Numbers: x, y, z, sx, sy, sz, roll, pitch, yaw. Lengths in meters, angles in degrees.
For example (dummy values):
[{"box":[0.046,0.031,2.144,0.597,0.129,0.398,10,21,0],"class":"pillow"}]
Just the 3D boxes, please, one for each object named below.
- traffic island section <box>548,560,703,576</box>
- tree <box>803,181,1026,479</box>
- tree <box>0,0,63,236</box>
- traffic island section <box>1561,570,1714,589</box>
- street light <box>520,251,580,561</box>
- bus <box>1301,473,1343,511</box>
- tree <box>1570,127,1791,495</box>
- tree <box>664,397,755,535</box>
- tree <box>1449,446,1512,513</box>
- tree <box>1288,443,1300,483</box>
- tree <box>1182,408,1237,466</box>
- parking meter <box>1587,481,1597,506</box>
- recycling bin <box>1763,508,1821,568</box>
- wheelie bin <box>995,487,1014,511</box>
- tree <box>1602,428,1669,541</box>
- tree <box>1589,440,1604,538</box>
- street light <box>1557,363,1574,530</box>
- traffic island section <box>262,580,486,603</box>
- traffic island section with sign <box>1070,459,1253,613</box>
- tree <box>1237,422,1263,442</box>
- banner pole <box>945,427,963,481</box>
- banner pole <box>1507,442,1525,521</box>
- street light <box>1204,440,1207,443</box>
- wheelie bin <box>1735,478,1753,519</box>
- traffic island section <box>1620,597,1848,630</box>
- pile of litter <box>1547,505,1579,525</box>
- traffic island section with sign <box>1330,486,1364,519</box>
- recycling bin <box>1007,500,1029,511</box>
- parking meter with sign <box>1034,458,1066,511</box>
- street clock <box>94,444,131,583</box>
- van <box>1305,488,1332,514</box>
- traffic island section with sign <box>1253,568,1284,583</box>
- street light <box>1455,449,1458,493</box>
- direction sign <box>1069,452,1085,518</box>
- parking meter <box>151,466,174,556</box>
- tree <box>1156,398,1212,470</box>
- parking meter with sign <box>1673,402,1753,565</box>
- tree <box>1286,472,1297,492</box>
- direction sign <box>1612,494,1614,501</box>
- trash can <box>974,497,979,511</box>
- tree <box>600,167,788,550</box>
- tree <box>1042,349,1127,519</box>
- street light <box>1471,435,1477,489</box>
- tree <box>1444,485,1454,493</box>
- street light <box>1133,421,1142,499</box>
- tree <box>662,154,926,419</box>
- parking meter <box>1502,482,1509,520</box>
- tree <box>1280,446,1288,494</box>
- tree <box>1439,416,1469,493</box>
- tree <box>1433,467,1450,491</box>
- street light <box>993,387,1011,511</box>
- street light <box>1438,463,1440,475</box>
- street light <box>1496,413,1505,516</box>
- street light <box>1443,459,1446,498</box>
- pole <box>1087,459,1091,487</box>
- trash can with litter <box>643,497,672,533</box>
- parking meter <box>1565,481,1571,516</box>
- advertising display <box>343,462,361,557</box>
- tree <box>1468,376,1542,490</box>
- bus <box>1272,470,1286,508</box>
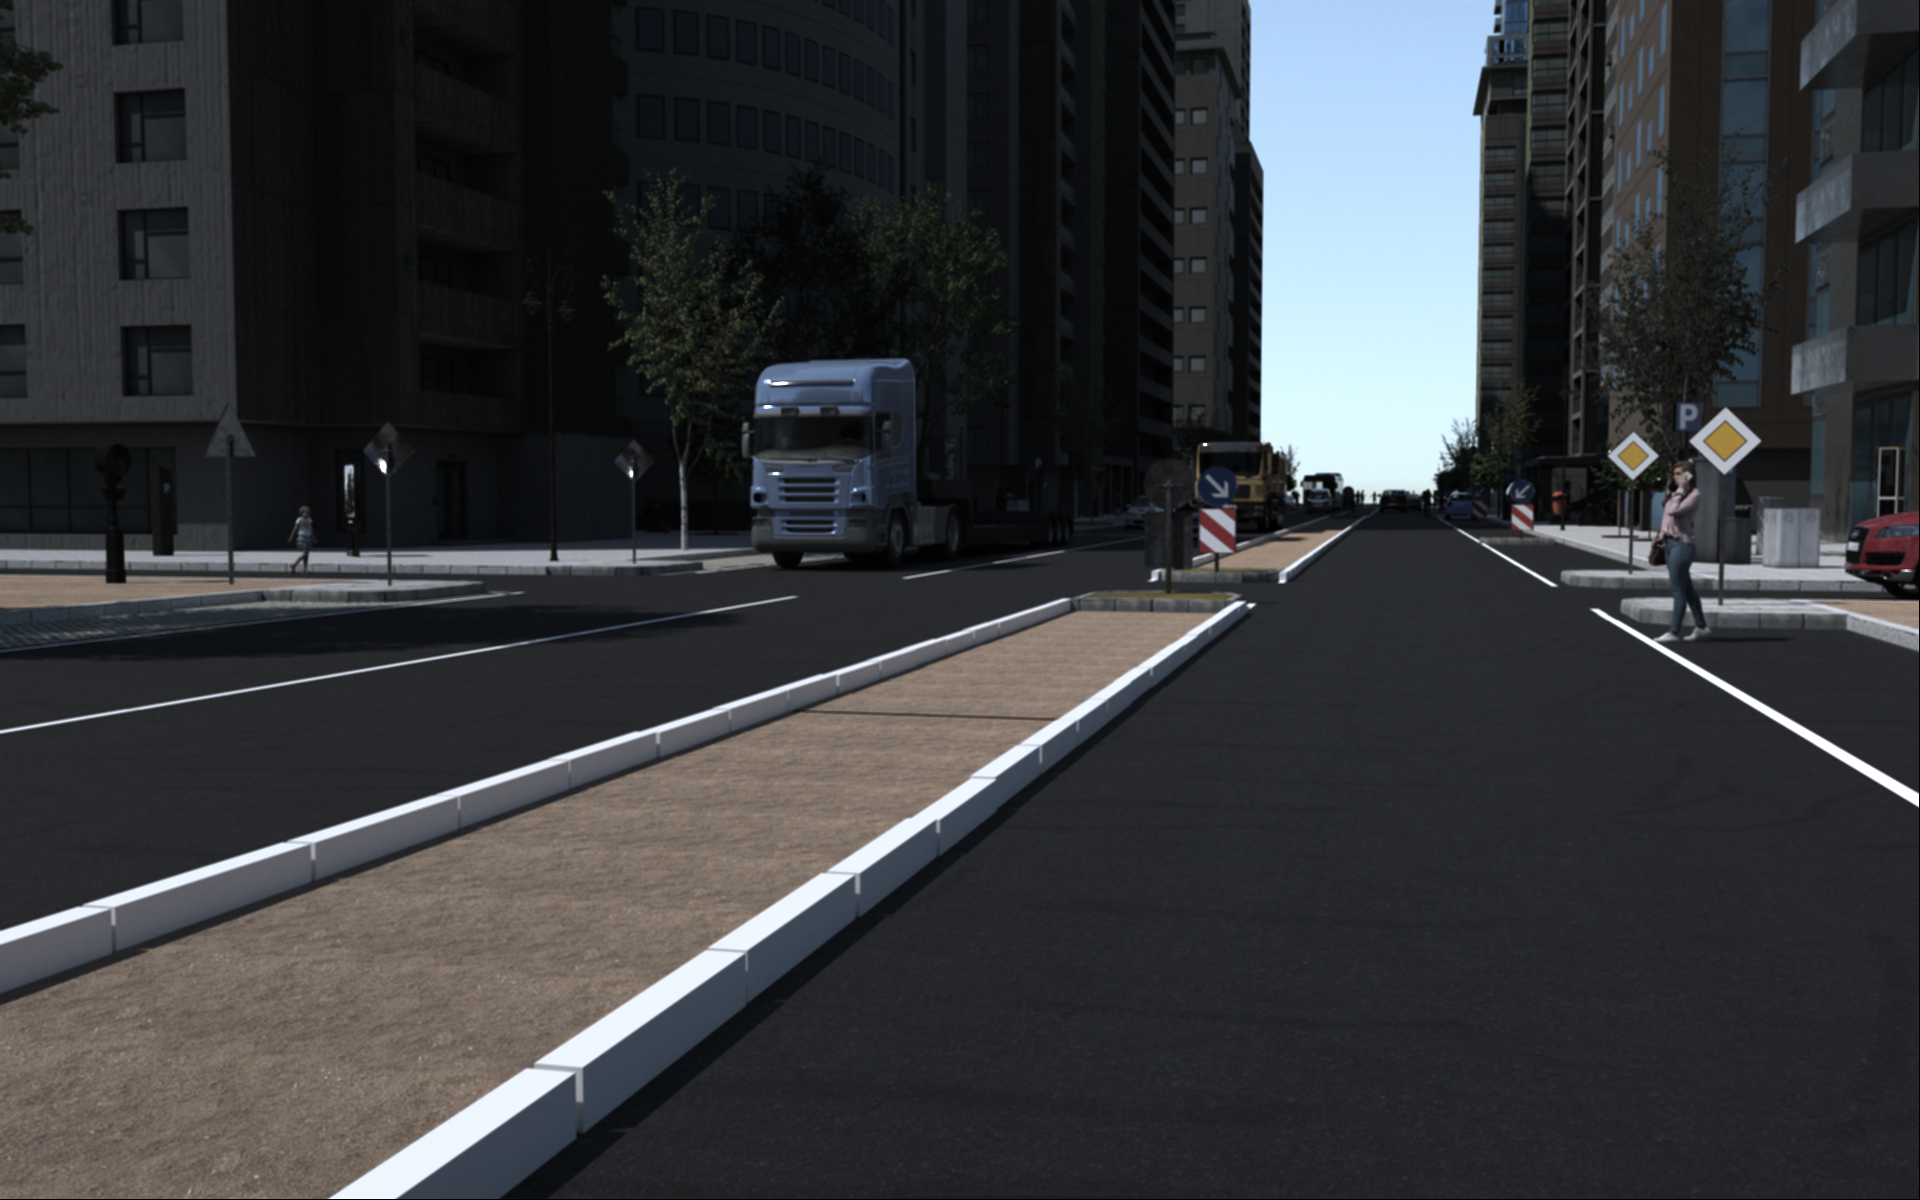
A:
[{"box":[-6.024,-0.590,31.929,2.009,0.180,2.903,1,4,14],"class":"traffic island section"},{"box":[-1.505,-8.155,59.082,9.928,11.665,9.643,0,3,0],"class":"tree"},{"box":[-12.245,-6.019,16.534,7.486,12.596,7.792,0,3,0],"class":"tree"},{"box":[10.740,-0.331,27.698,2.009,0.180,2.903,1,4,14],"class":"traffic island section"},{"box":[-7.797,-3.688,33.089,0.468,5.910,1.993,1,4,14],"class":"street light"},{"box":[30.837,-9.298,146.881,2.948,3.499,13.247,1,4,16],"class":"bus"},{"box":[14.991,-5.215,35.636,4.360,8.622,3.978,0,3,0],"class":"tree"},{"box":[-7.753,-4.364,55.068,4.285,4.588,4.351,0,3,0],"class":"tree"},{"box":[35.761,-8.148,116.928,4.285,4.588,4.351,0,3,0],"class":"tree"},{"box":[47.201,-18.362,250.586,4.737,8.622,4.395,0,3,0],"class":"tree"},{"box":[21.247,-12.164,149.238,4.737,8.622,4.395,0,3,0],"class":"tree"},{"box":[27.482,-4.258,75.334,0.399,1.863,0.255,2,4,28],"class":"parking meter"},{"box":[14.513,-1.081,30.231,0.722,1.027,0.722,0,4,5],"class":"recycling bin"},{"box":[2.077,-4.505,81.566,0.980,1.594,0.693,2,4,25],"class":"wheelie bin"},{"box":[18.981,-3.228,47.379,1.663,3.219,1.824,0,3,0],"class":"tree"},{"box":[19.311,-3.446,50.944,1.663,3.219,1.824,0,3,0],"class":"tree"},{"box":[21.412,-5.417,61.353,0.468,5.910,1.993,1,4,14],"class":"street light"},{"box":[-7.982,-0.117,24.187,2.009,0.180,2.903,1,4,14],"class":"traffic island section"},{"box":[2.542,-0.834,21.777,2.006,1.907,1.989,1,4,14],"class":"traffic island section with sign"},{"box":[28.080,-13.676,173.969,4.737,8.622,4.395,0,3,0],"class":"tree"},{"box":[-0.182,-4.561,64.589,0.863,3.779,0.401,-1,4,-10],"class":"banner pole"},{"box":[26.565,-5.672,82.753,0.401,3.779,0.863,-2,4,-29],"class":"banner pole"},{"box":[20.447,-10.496,144.403,0.468,5.910,1.993,1,4,14],"class":"street light"},{"box":[15.056,-1.599,34.046,0.980,1.594,0.693,-1,4,-16],"class":"wheelie bin"},{"box":[8.781,0.142,19.956,2.009,0.180,2.903,1,4,14],"class":"traffic island section"},{"box":[25.347,-3.558,72.142,1.719,0.858,1.176,1,4,13],"class":"pile of litter"},{"box":[22.790,-5.729,101.810,2.006,1.907,1.989,1,4,14],"class":"traffic island section with sign"},{"box":[2.477,-3.769,74.170,0.722,1.027,0.722,3,4,39],"class":"recycling bin"},{"box":[4.422,-5.400,84.543,1.738,3.016,0.543,-3,5,-44],"class":"parking meter with sign"},{"box":[-12.175,-1.245,24.923,0.358,2.002,0.471,1,4,15],"class":"street clock"},{"box":[26.441,-7.373,127.565,2.013,2.044,4.112,1,4,16],"class":"van"},{"box":[4.368,-1.273,28.956,2.006,1.907,1.989,1,4,14],"class":"traffic island section with sign"},{"box":[49.603,-12.259,173.219,0.468,5.910,1.993,1,4,14],"class":"street light"},{"box":[6.268,-6.165,92.799,0.876,3.537,0.379,0,4,-8],"class":"direction sign"},{"box":[-16.623,-1.859,36.103,0.255,1.863,0.399,1,4,12],"class":"parking meter"},{"box":[17.119,-11.137,132.452,4.360,8.622,3.978,0,3,0],"class":"tree"},{"box":[14.036,-2.199,32.219,0.543,3.016,1.738,-1,4,-15],"class":"parking meter with sign"},{"box":[48.079,-16.620,255.452,4.285,4.588,4.351,0,3,0],"class":"tree"},{"box":[27.628,-4.971,73.281,0.379,3.537,0.876,1,4,22],"class":"direction sign"},{"box":[0.409,-3.737,72.758,0.748,1.137,0.748,0,3,0],"class":"trash can"},{"box":[-6.204,-5.434,39.215,4.737,8.622,4.395,0,3,0],"class":"tree"},{"box":[6.107,-8.421,88.045,4.737,8.622,4.395,0,3,0],"class":"tree"},{"box":[40.142,-9.953,135.518,0.468,5.910,1.993,1,4,14],"class":"street light"},{"box":[57.851,-12.825,204.297,1.663,3.219,1.824,0,3,0],"class":"tree"},{"box":[10.893,-8.193,106.743,0.468,5.910,1.993,1,4,14],"class":"street light"},{"box":[-4.704,-6.917,47.510,7.601,10.594,8.767,1,4,17],"class":"tree"},{"box":[26.704,-4.833,84.733,0.255,1.863,0.399,1,4,9],"class":"parking meter"},{"box":[34.368,-15.311,200.696,4.737,8.622,4.395,0,3,0],"class":"tree"},{"box":[47.187,-12.973,162.474,4.737,8.622,4.395,0,3,0],"class":"tree"},{"box":[53.506,-12.395,186.371,4.285,4.588,4.351,0,3,0],"class":"tree"},{"box":[1.719,-5.976,70.490,0.468,5.910,1.993,1,4,14],"class":"street light"},{"box":[70.299,-17.226,254.433,0.468,5.910,1.993,1,4,14],"class":"street light"},{"box":[30.893,-7.727,99.127,0.468,5.910,1.993,1,4,14],"class":"street light"},{"box":[60.783,-14.956,217.317,0.468,5.910,1.993,1,4,14],"class":"street light"},{"box":[7.367,-6.436,99.079,0.158,3.312,0.155,0,3,0],"class":"pole"},{"box":[-10.108,-2.854,58.047,1.055,1.170,0.624,2,4,32],"class":"trash can with litter"},{"box":[26.335,-4.253,75.253,0.255,1.863,0.399,2,4,34],"class":"parking meter"},{"box":[-12.492,-1.859,35.604,0.123,1.923,0.974,-2,4,-32],"class":"advertising display"},{"box":[34.554,-9.690,108.800,4.737,8.622,4.395,0,3,0],"class":"tree"},{"box":[24.191,-8.920,137.392,2.896,3.916,12.252,1,4,15],"class":"bus"}]
